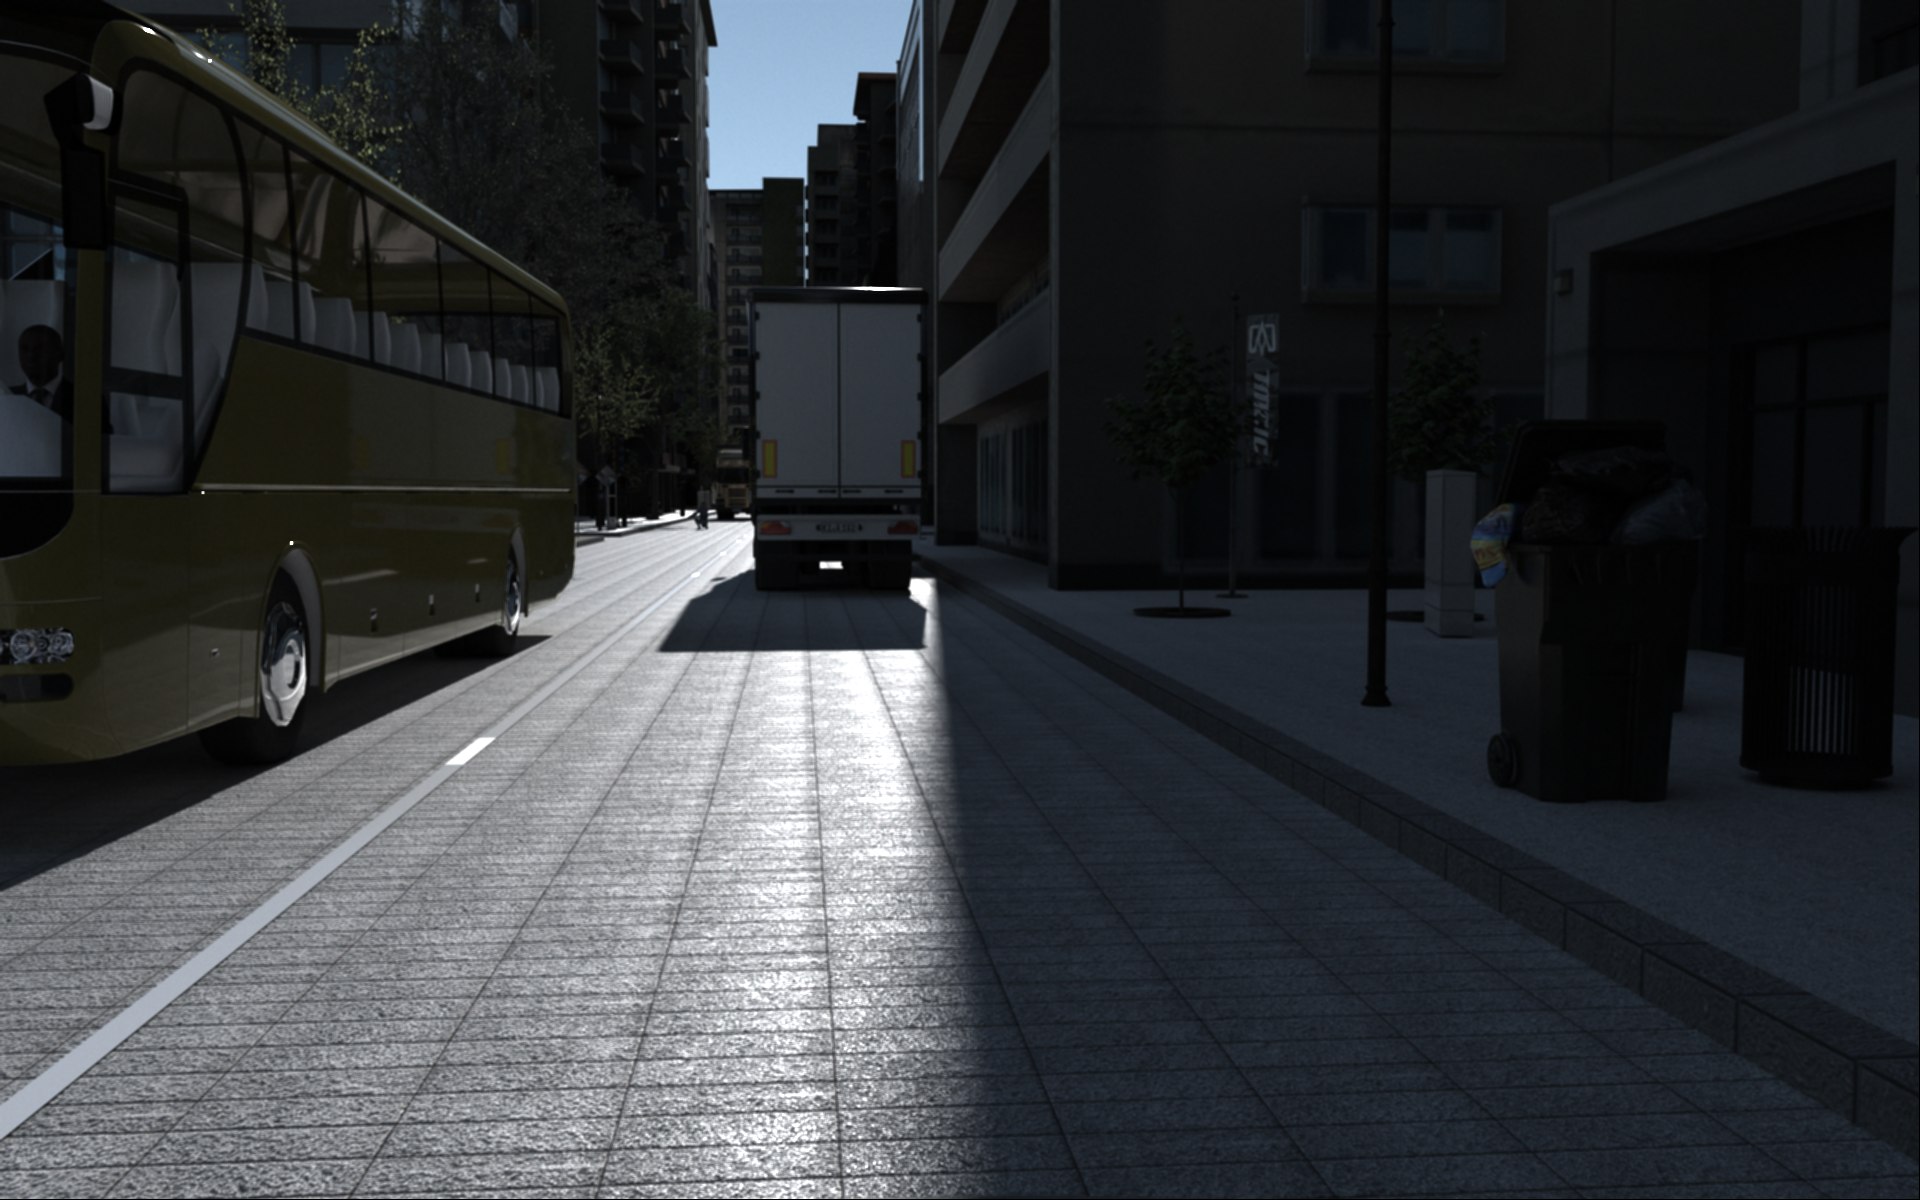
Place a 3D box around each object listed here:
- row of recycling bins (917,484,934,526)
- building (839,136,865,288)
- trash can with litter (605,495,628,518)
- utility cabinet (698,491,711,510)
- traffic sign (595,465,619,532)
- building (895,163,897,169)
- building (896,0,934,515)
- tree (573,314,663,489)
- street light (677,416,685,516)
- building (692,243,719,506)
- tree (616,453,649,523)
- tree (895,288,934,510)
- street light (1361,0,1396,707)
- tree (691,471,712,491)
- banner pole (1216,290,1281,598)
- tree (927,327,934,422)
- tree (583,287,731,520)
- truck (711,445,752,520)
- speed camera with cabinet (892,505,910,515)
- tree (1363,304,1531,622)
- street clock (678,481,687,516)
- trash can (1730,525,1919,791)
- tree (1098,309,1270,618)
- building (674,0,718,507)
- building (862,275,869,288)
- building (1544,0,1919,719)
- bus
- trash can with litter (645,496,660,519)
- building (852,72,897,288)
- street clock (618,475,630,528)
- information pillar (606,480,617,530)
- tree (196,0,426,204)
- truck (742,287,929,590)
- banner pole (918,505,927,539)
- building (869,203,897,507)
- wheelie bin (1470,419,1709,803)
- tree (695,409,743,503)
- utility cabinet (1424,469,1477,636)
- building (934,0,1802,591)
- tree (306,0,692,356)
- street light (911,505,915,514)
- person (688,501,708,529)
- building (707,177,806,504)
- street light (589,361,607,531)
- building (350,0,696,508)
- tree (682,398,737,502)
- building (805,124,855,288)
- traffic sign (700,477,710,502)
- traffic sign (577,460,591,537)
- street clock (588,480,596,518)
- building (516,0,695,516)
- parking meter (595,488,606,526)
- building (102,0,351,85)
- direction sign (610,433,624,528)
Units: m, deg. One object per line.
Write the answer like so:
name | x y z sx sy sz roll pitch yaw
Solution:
row of recycling bins | -1.267 -3.971 72.037 1.069 1.692 3.534 0 4 0
building | -7.032 -31.668 201.372 14.154 41.232 14.086 0 4 -5
trash can with litter | -19.071 -5.123 94.813 2.233 1.210 1.678 0 4 -3
utility cabinet | -19.819 -7.671 134.100 1.173 1.500 0.318 3 5 39
traffic sign | -12.057 -3.399 59.210 0.795 2.450 0.064 0 4 -5
building | 3.501 -19.593 107.729 14.401 28.519 23.554 0 4 -5
building | 3.454 -16.386 85.937 12.078 24.808 19.932 0 4 -5
tree | -14.544 -7.352 70.560 4.360 8.622 3.978 0 3 0
street light | -16.298 -7.846 101.068 0.468 5.910 1.993 0 4 -5
building | -34.923 -26.179 199.734 14.107 30.474 14.160 0 4 -5
tree | -14.722 -5.099 77.976 1.663 3.219 1.824 0 3 0
tree | -2.273 -6.868 62.649 4.360 8.622 3.978 0 3 0
street light | 2.529 -2.297 10.345 0.468 5.910 1.993 0 4 -5
tree | -20.351 -8.771 138.003 1.663 3.219 1.824 0 3 0
banner pole | 3.553 -1.909 21.224 0.863 3.779 0.401 3 5 40
tree | -2.521 -7.251 68.924 4.737 8.622 4.395 0 3 0
tree | -14.928 -9.765 85.412 9.928 11.665 9.643 0 3 0
truck | -12.730 -6.820 100.416 2.839 4.237 11.283 0 4 -5
speed camera with cabinet | -2.782 -5.359 81.953 0.660 3.252 2.038 -1 4 -14
tree | 4.980 -1.412 17.694 1.663 3.219 1.824 0 3 0
street clock | -15.888 -5.790 99.240 0.471 2.002 0.358 2 4 28
trash can | 3.805 0.243 7.677 0.748 1.137 0.748 0 3 0
tree | 2.229 -1.452 18.349 1.663 3.219 1.824 0 3 0
building | -39.492 -35.902 176.230 28.713 52.752 27.495 0 4 -5
building | 5.016 -18.788 152.228 27.650 21.520 28.899 0 4 -5
building | 16.114 -34.570 3.475 20.563 71.187 20.611 0 4 -5
bus | -4.983 -1.272 12.346 2.896 3.916 12.252 0 4 -3
trash can with litter | -15.530 -4.653 87.461 0.624 1.170 1.055 0 4 1
building | 0.091 -32.136 180.055 22.147 44.769 28.867 0 4 -5
street clock | -12.871 -3.779 66.362 0.471 2.002 0.358 0 4 -8
information pillar | -12.535 -3.533 62.258 0.304 2.012 0.304 -2 4 -26
tree | -9.409 -4.564 24.991 4.360 8.622 3.978 0 3 0
truck | -2.285 -2.460 29.134 2.839 4.237 11.283 0 4 -7
banner pole | -1.125 -3.602 48.917 0.401 3.779 0.863 0 4 -5
building | -0.231 -18.240 127.898 12.332 23.373 15.834 0 4 -5
wheelie bin | 2.707 0.032 7.388 0.980 1.594 0.693 0 4 -4
tree | -20.984 -12.250 150.644 4.360 8.622 3.978 0 3 0
utility cabinet | 4.512 -0.443 15.928 0.318 1.500 1.173 1 4 8
building | 10.925 -25.025 32.861 21.300 48.544 21.600 0 4 -5
tree | -11.683 -8.009 41.312 12.009 13.543 11.850 0 3 0
street light | -1.386 -4.791 51.120 0.468 5.910 1.993 0 4 -5
person | -10.617 -3.459 70.558 1.012 1.151 0.738 -2 4 -29
building | -27.126 -33.170 225.916 14.086 41.232 14.154 0 4 -5
street light | -12.594 -5.359 60.399 0.468 5.910 1.993 0 4 -5
building | -35.164 -32.261 147.075 23.786 49.044 30.456 0 4 -5
tree | -19.251 -11.014 130.441 4.737 8.622 4.395 0 3 0
building | -9.686 -37.134 230.840 21.600 48.544 21.300 0 4 -5
traffic sign | -18.470 -7.669 125.500 0.768 2.556 0.104 0 4 2
traffic sign | -11.316 -2.912 51.259 0.795 2.450 0.064 0 4 -5
street clock | -19.436 -5.318 91.511 0.358 2.002 0.471 -2 4 -32
building | -28.781 -27.917 111.069 22.147 44.769 28.867 0 4 -5
parking meter | -14.317 -3.701 68.929 0.372 1.533 0.369 0 3 0
building | -30.511 -27.732 73.025 23.786 49.044 30.456 0 4 -5
direction sign | -12.830 -4.457 64.874 0.379 3.537 0.876 1 4 23
